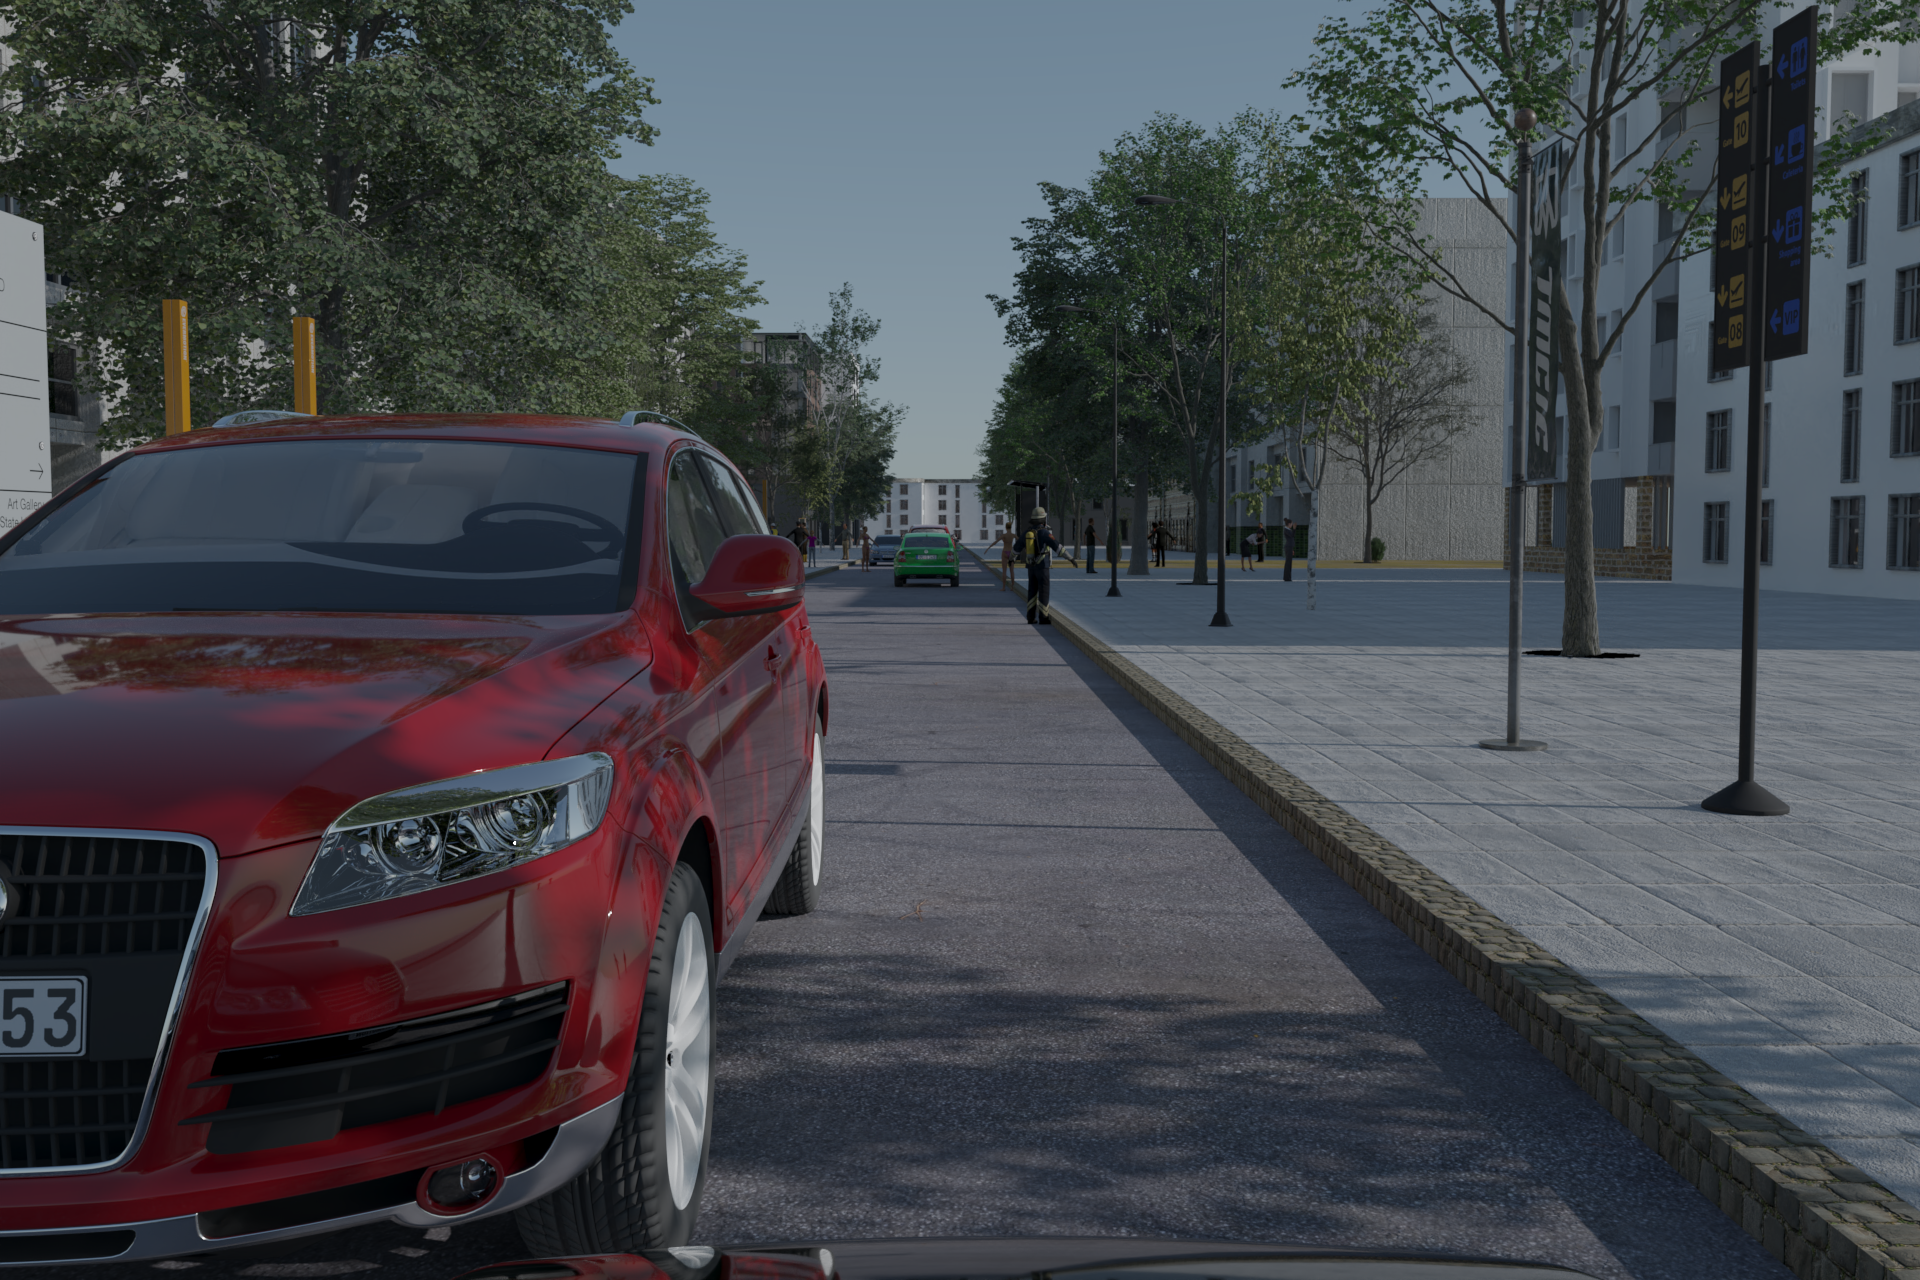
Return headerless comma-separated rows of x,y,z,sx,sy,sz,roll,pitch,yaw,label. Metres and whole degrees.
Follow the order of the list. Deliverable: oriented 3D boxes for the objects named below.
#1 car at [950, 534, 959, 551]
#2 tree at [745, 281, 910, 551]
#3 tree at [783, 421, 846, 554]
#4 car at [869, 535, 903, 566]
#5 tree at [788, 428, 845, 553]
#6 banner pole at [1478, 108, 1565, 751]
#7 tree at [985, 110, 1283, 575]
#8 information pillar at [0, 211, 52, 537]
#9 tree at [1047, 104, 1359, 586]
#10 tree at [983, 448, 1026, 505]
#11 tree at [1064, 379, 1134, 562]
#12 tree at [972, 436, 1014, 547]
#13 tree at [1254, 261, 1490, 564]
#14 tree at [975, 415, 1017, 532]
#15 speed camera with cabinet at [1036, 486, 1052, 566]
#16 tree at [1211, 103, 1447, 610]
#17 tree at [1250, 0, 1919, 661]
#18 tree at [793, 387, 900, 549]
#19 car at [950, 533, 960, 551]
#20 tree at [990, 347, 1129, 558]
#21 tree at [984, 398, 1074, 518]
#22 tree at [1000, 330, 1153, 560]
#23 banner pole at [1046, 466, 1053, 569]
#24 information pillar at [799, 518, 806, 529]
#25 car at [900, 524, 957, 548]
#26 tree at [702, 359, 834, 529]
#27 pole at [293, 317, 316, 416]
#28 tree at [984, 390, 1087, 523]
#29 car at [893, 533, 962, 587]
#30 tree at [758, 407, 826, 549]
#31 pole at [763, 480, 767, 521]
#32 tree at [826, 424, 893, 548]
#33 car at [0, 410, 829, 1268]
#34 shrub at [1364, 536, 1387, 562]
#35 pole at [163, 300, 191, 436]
-1.091,-5.754,105.881,2.131,1.459,4.920,0,4,-1,car
-10.175,-16.904,132.264,12.611,20.169,13.585,0,3,0,tree
-9.518,-9.751,109.789,4.737,8.622,4.395,0,3,0,tree
-3.211,-4.096,78.974,2.014,1.417,4.499,0,4,0,car
-9.286,-10.196,117.072,4.360,8.622,3.978,0,3,0,tree
3.329,-1.227,10.071,0.401,3.779,0.863,0,4,-1,banner pole
5.640,-9.023,54.179,9.857,13.997,8.962,0,3,0,tree
-7.033,-1.293,12.452,0.184,3.620,1.656,0,4,-1,information pillar
6.016,-7.181,43.167,9.928,11.665,9.643,0,3,0,tree
5.215,-12.577,140.049,7.601,10.594,8.767,-2,4,-28,tree
6.842,-7.888,79.334,4.360,8.622,3.978,0,3,0,tree
4.963,-14.781,167.418,9.928,11.665,9.643,0,3,0,tree
17.994,-10.095,75.426,12.009,13.543,11.850,0,3,0,tree
5.216,-14.626,157.263,7.486,12.596,7.792,0,3,0,tree
3.398,-4.682,70.893,0.660,3.252,2.038,0,4,-1,speed camera with cabinet
6.057,-4.832,29.370,4.737,8.622,4.395,0,3,0,tree
6.481,-5.640,17.969,9.928,11.665,9.643,0,3,0,tree
-9.966,-14.880,149.950,9.857,13.997,8.962,0,3,0,tree
-1.074,-8.343,145.445,2.155,1.783,4.494,0,4,0,car
5.468,-10.306,94.258,9.928,11.665,9.643,0,3,0,tree
5.223,-12.614,124.359,7.486,12.596,7.792,0,3,0,tree
5.761,-9.790,85.822,9.928,11.665,9.643,0,3,0,tree
3.236,-4.492,63.456,0.401,3.779,0.863,0,3,0,banner pole
-7.289,-4.625,80.118,0.304,2.012,0.304,0,4,-1,information pillar
-1.229,-3.661,68.533,2.281,1.827,5.304,0,4,-1,car
-10.121,-9.646,92.120,7.601,10.594,8.767,1,4,15,tree
-6.188,-1.381,16.428,0.158,3.312,0.155,0,3,0,pole
5.048,-11.880,112.370,7.486,12.596,7.792,0,3,0,tree
-0.908,-2.423,48.415,1.959,1.807,4.718,0,4,0,car
-9.165,-9.138,99.761,4.360,8.622,3.978,0,3,0,tree
-7.348,-4.370,65.290,0.158,3.312,0.155,0,3,0,pole
-10.139,-15.002,163.401,7.486,12.596,7.792,0,3,0,tree
-1.535,0.220,5.075,2.281,1.827,5.304,0,3,0,car
19.090,-4.186,79.559,1.383,1.207,1.383,0,3,0,shrub
-6.852,-1.307,15.215,0.158,3.312,0.155,0,3,0,pole
